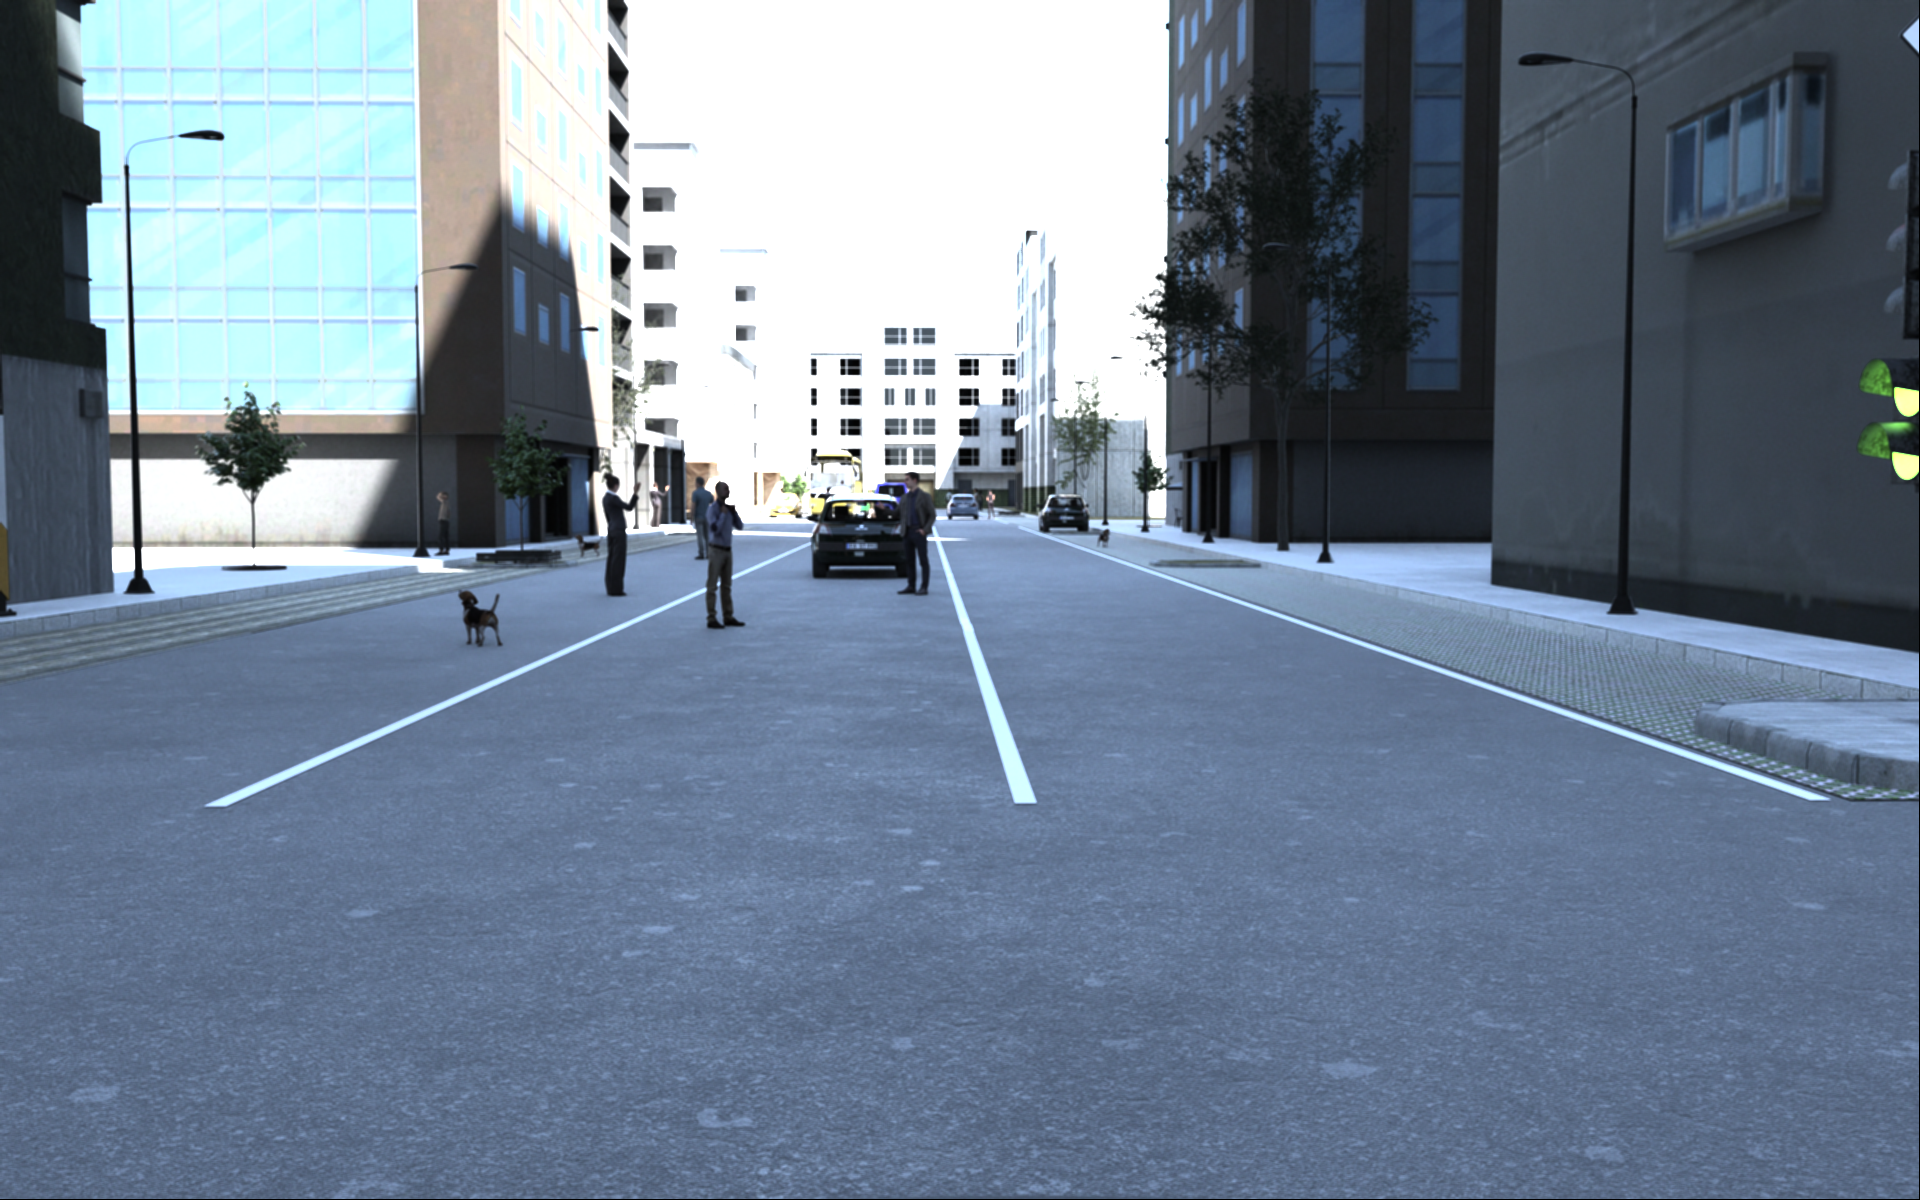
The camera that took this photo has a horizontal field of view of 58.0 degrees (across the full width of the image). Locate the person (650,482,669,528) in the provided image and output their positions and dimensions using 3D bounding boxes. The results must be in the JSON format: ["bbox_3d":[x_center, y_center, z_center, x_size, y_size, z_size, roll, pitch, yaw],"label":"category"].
[{"bbox_3d":[-11.337,-3.580,65.373,0.742,1.727,0.445,0,4,-4],"label":"person"}]

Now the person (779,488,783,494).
[{"bbox_3d":[-12.534,-6.956,120.490,0.721,1.735,1.217,0,4,2],"label":"person"}]

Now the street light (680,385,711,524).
[{"bbox_3d":[-11.290,-6.198,73.880,1.470,5.913,1.316,0,4,-1],"label":"street light"}]

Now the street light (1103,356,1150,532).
[{"bbox_3d":[5.719,-5.250,58.375,1.470,5.913,1.316,0,4,-1],"label":"street light"}]

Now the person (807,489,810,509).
[{"bbox_3d":[-13.214,-8.841,150.591,0.705,1.824,1.348,0,4,-6],"label":"person"}]

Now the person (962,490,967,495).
[{"bbox_3d":[0.362,-8.232,143.811,1.217,1.743,0.721,-2,4,-23],"label":"person"}]

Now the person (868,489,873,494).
[{"bbox_3d":[-6.487,-7.155,125.491,1.348,1.824,0.705,1,4,19],"label":"person"}]

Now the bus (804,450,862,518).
[{"bbox_3d":[-7.221,-6.700,101.087,2.896,3.916,12.252,0,4,-1],"label":"bus"}]

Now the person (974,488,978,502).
[{"bbox_3d":[1.034,-6.575,115.998,0.705,1.824,1.348,0,4,6],"label":"person"}]

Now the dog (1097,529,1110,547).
[{"bbox_3d":[3.862,-1.666,46.529,0.540,0.507,0.406,2,4,34],"label":"dog"}]

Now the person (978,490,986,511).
[{"bbox_3d":[1.820,-8.484,147.926,0.721,1.735,1.217,-3,5,-41],"label":"person"}]

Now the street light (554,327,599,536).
[{"bbox_3d":[-10.714,-4.629,48.225,1.470,5.913,1.316,0,4,-1],"label":"street light"}]

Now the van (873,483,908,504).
[{"bbox_3d":[-3.805,-5.669,97.073,2.240,2.365,5.245,0,4,-1],"label":"van"}]

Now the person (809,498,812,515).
[{"bbox_3d":[-9.169,-6.106,109.266,0.756,1.711,0.436,-3,5,-43],"label":"person"}]

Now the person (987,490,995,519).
[{"bbox_3d":[1.776,-5.535,100.469,0.415,1.643,0.593,2,4,32],"label":"person"}]

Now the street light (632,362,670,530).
[{"bbox_3d":[-10.903,-5.414,61.054,1.470,5.913,1.316,0,4,-1],"label":"street light"}]

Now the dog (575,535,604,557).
[{"bbox_3d":[-8.392,-1.218,39.206,0.406,0.507,0.540,2,4,31],"label":"dog"}]

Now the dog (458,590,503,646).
[{"bbox_3d":[-4.565,0.173,16.457,0.540,0.507,0.406,0,4,6],"label":"dog"}]

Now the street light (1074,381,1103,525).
[{"bbox_3d":[5.448,-6.034,71.203,1.470,5.913,1.316,0,4,-1],"label":"street light"}]

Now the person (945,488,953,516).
[{"bbox_3d":[-0.640,-6.414,113.451,0.705,1.814,1.350,-2,4,-32],"label":"person"}]

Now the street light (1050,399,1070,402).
[{"bbox_3d":[5.087,-6.844,84.439,1.470,5.913,1.316,0,4,-1],"label":"street light"}]

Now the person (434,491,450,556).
[{"bbox_3d":[-10.854,-1.611,36.295,0.340,1.345,0.435,-1,4,-15],"label":"person"}]

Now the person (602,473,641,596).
[{"bbox_3d":[-4.732,-0.923,24.386,0.742,1.727,0.445,1,4,22],"label":"person"}]

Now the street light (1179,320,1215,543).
[{"bbox_3d":[6.015,-4.465,45.547,1.470,5.913,1.316,0,4,-1],"label":"street light"}]

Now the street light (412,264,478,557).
[{"bbox_3d":[-10.411,-3.823,35.053,1.470,5.913,1.316,0,4,-1],"label":"street light"}]

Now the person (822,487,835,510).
[{"bbox_3d":[-5.440,-3.830,71.923,0.445,1.727,0.742,1,4,14],"label":"person"}]

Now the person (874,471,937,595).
[{"bbox_3d":[-0.778,-0.954,24.623,0.750,1.759,0.617,-3,4,-38],"label":"person"}]

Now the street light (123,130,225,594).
[{"bbox_3d":[-10.076,-3.039,22.227,1.470,5.913,1.316,0,4,-1],"label":"street light"}]

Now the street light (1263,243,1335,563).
[{"bbox_3d":[6.305,-3.652,32.254,1.470,5.913,1.316,0,4,-1],"label":"street light"}]

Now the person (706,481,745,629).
[{"bbox_3d":[-2.537,-0.493,18.628,0.319,1.574,0.516,2,4,33],"label":"person"}]

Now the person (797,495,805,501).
[{"bbox_3d":[-13.389,-8.321,142.807,1.217,1.735,0.721,0,4,-1],"label":"person"}]

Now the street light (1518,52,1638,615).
[{"bbox_3d":[6.564,-2.804,18.394,1.470,5.913,1.316,0,4,-1],"label":"street light"}]

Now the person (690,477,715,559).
[{"bbox_3d":[-5.673,-1.801,38.082,0.598,1.807,0.434,-2,4,-30],"label":"person"}]

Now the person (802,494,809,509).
[{"bbox_3d":[-13.136,-8.589,147.142,0.621,1.740,0.551,1,4,21],"label":"person"}]
